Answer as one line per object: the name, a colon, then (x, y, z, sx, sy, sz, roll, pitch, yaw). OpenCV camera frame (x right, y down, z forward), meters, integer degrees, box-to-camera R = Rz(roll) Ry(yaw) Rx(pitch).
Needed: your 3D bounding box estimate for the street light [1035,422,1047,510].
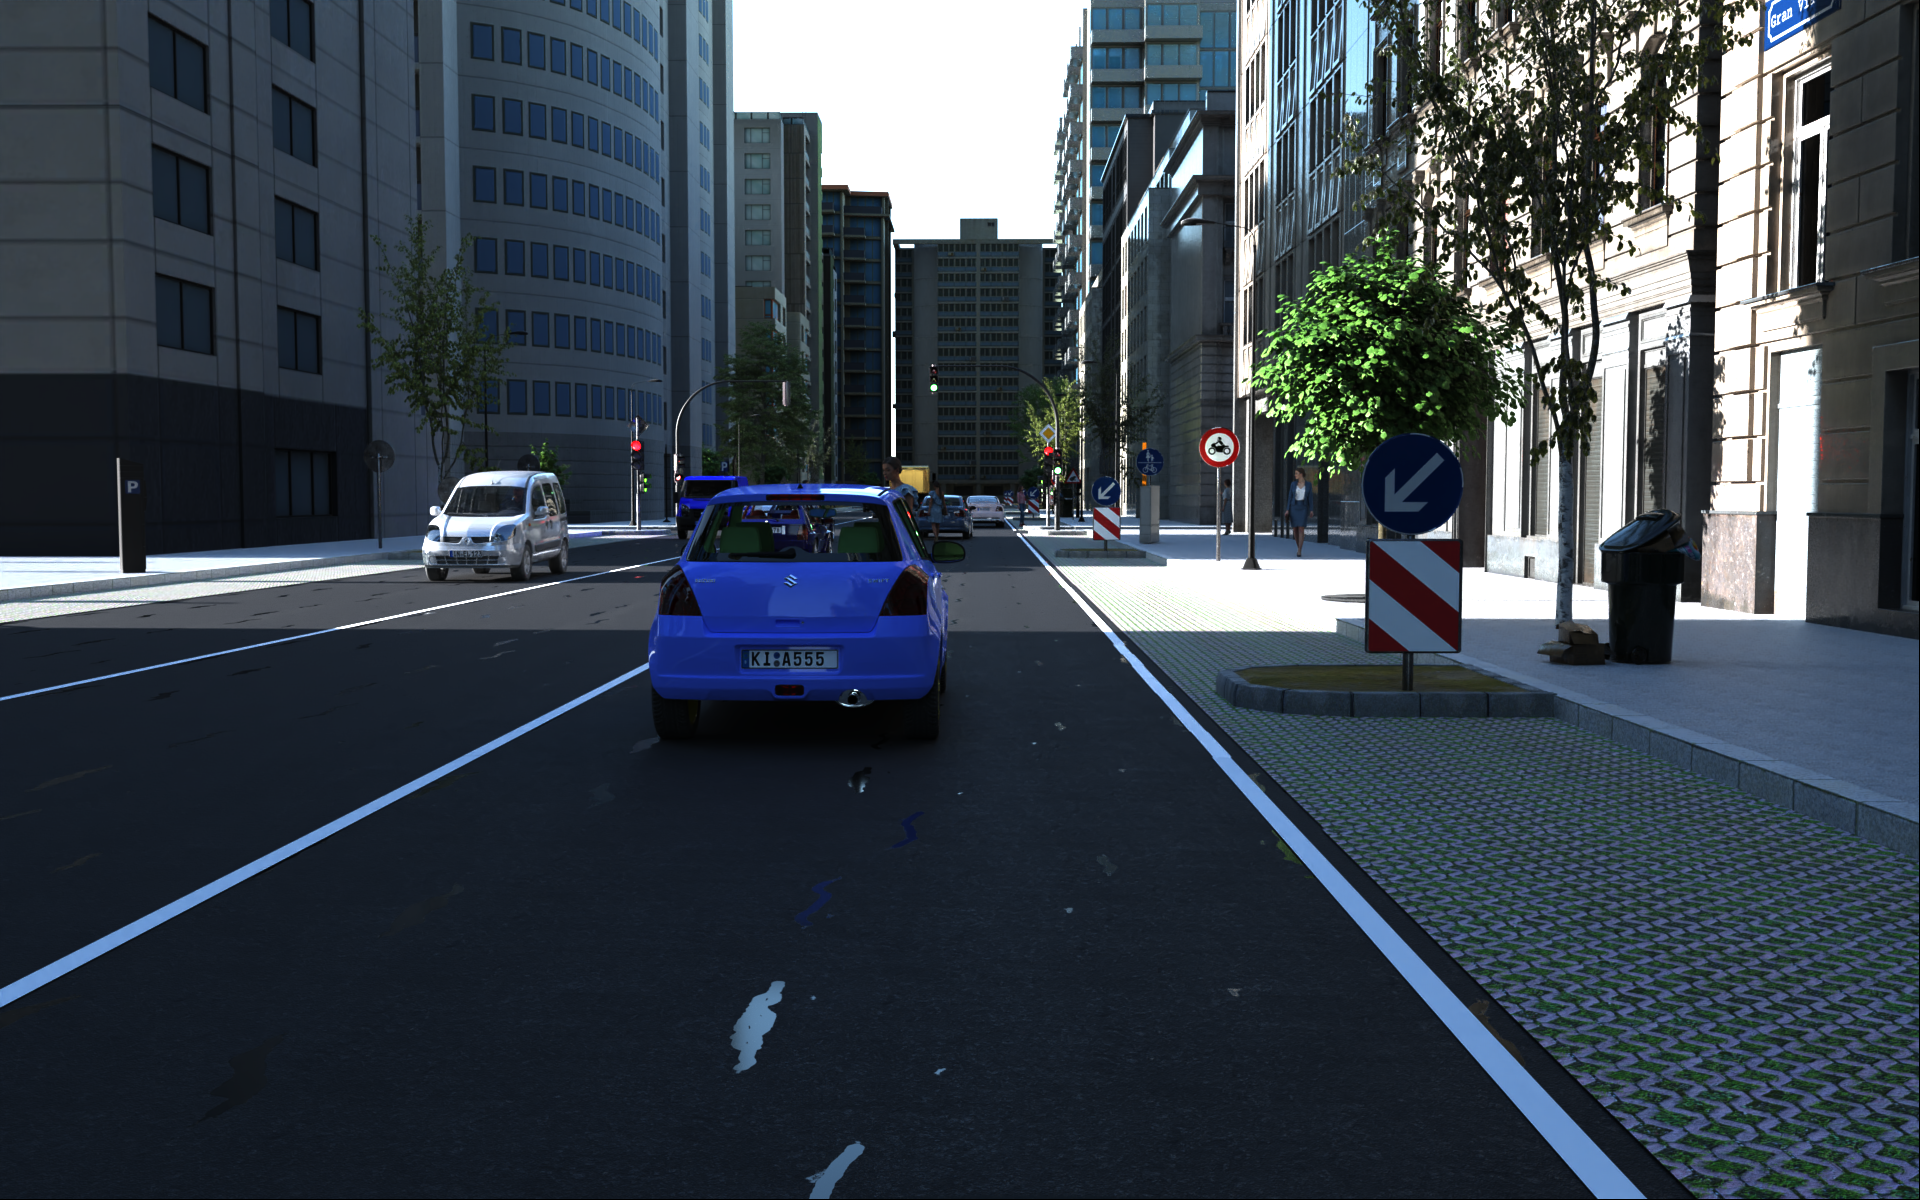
street light: (5.545, -8.496, 111.454, 1.470, 5.913, 1.316, 0, 4, 1)

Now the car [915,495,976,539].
car: (-0.493, -2.712, 56.340, 2.014, 1.417, 4.499, 0, 4, 2)

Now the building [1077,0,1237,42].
building: (21.486, -33.691, 170.453, 23.786, 49.044, 30.456, 0, 4, 1)

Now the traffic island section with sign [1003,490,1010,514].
traffic island section with sign: (4.217, -6.898, 121.417, 1.989, 1.847, 2.006, 0, 4, 1)

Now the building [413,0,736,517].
building: (-28.458, -35.501, 122.439, 21.231, 58.520, 28.212, 0, 4, 1)

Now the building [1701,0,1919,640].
building: (13.979, -12.819, 6.862, 12.463, 27.353, 25.104, 0, 4, 1)

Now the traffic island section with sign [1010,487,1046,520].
traffic island section with sign: (3.870, -5.236, 94.243, 1.989, 1.847, 2.006, 0, 4, 1)

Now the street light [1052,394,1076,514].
street light: (5.093, -6.579, 80.101, 1.470, 5.913, 1.316, 0, 4, 1)

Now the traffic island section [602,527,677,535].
traffic island section: (-11.397, -2.391, 61.380, 2.009, 0.180, 2.903, 0, 4, 1)

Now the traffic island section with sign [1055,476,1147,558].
traffic island section with sign: (3.175, -1.888, 39.497, 1.989, 1.847, 2.006, 0, 4, 1)

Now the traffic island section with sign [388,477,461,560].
traffic island section with sign: (-11.367, -1.819, 38.375, 1.989, 1.847, 2.006, 0, 4, 1)

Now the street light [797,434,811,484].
street light: (-11.869, -9.762, 132.143, 1.470, 5.913, 1.316, 0, 4, 1)

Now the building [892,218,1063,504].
building: (2.621, -33.935, 246.713, 23.993, 40.220, 32.217, 0, 4, 1)

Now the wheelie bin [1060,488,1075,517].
wheelie bin: (5.798, -5.337, 95.163, 0.980, 1.594, 0.693, -1, 4, -23)

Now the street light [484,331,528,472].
street light: (-12.977, -4.701, 49.402, 1.470, 5.913, 1.316, 0, 4, 1)

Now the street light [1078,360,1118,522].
street light: (4.907, -5.366, 60.275, 1.470, 5.913, 1.316, 0, 4, 1)

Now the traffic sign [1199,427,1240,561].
traffic sign: (4.943, -2.016, 33.067, 0.768, 2.556, 0.104, 0, 4, 5)

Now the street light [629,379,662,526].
street light: (-12.725, -5.968, 70.118, 1.470, 5.913, 1.316, 0, 4, 1)

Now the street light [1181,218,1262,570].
street light: (4.416, -3.472, 29.303, 1.470, 5.913, 1.316, 0, 4, 1)

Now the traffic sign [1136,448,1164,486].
traffic sign: (5.259, -2.934, 48.079, 0.768, 2.556, 0.104, 0, 4, 1)

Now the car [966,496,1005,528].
car: (0.957, -3.863, 75.516, 2.083, 1.381, 4.827, 0, 4, -1)

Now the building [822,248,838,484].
building: (-22.142, -26.852, 210.728, 14.107, 30.474, 14.160, 0, 4, 1)

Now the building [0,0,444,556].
building: (-27.077, -37.037, 43.808, 20.611, 71.187, 20.563, 0, 4, 1)

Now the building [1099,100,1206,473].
building: (17.208, -19.675, 115.198, 14.314, 27.812, 24.014, 0, 4, 1)

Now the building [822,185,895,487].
building: (-23.868, -35.933, 242.132, 28.867, 44.769, 22.147, 0, 4, 1)

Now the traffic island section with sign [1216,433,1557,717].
traffic island section with sign: (2.835, -0.206, 11.999, 1.989, 1.847, 2.006, 0, 4, 1)

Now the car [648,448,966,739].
car: (-0.936, -0.112, 11.417, 1.945, 1.707, 3.694, 0, 4, 0)

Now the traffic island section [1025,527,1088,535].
traffic island section: (3.444, -2.380, 61.188, 2.009, 0.180, 2.903, 0, 4, 1)

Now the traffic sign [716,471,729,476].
traffic sign: (-12.873, -5.730, 93.797, 0.768, 2.556, 0.104, 0, 4, 8)

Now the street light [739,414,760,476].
street light: (-12.333, -7.862, 101.090, 1.470, 5.913, 1.316, 0, 4, 1)

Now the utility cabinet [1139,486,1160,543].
utility cabinet: (4.944, -2.236, 45.239, 0.318, 1.500, 1.173, 1, 4, 17)

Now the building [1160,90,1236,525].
building: (21.560, -14.382, 76.946, 24.055, 21.916, 13.314, 0, 4, 1)

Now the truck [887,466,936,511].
truck: (-3.373, -7.431, 117.424, 3.469, 3.379, 9.791, 0, 4, -1)

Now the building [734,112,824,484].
building: (-21.896, -30.383, 180.359, 14.154, 41.232, 14.086, 0, 4, 1)

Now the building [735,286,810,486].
building: (-29.053, -19.216, 159.213, 27.650, 21.520, 28.899, 0, 4, 1)

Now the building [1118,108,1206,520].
building: (14.653, -14.668, 94.575, 10.420, 20.320, 16.860, 0, 4, 1)

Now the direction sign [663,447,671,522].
direction sign: (-13.334, -5.300, 78.646, 0.379, 3.537, 0.876, -1, 4, -10)

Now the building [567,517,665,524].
building: (-25.571, -33.188, 84.618, 21.231, 58.520, 28.212, 0, 4, 1)

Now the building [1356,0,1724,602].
building: (13.330, -10.982, 28.711, 9.793, 20.994, 18.267, 0, 4, 1)

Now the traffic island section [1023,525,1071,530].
traffic island section: (3.545, -2.868, 69.172, 2.009, 0.180, 2.903, 0, 4, 1)

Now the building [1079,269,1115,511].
building: (14.998, -17.193, 135.855, 10.420, 20.320, 16.860, 0, 4, 1)

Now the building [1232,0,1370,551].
building: (15.044, -14.044, 47.639, 12.078, 24.808, 19.932, 0, 4, 1)

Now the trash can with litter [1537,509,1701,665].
trash can with litter: (4.977, -0.104, 13.095, 1.055, 1.170, 0.624, -1, 4, -14)
